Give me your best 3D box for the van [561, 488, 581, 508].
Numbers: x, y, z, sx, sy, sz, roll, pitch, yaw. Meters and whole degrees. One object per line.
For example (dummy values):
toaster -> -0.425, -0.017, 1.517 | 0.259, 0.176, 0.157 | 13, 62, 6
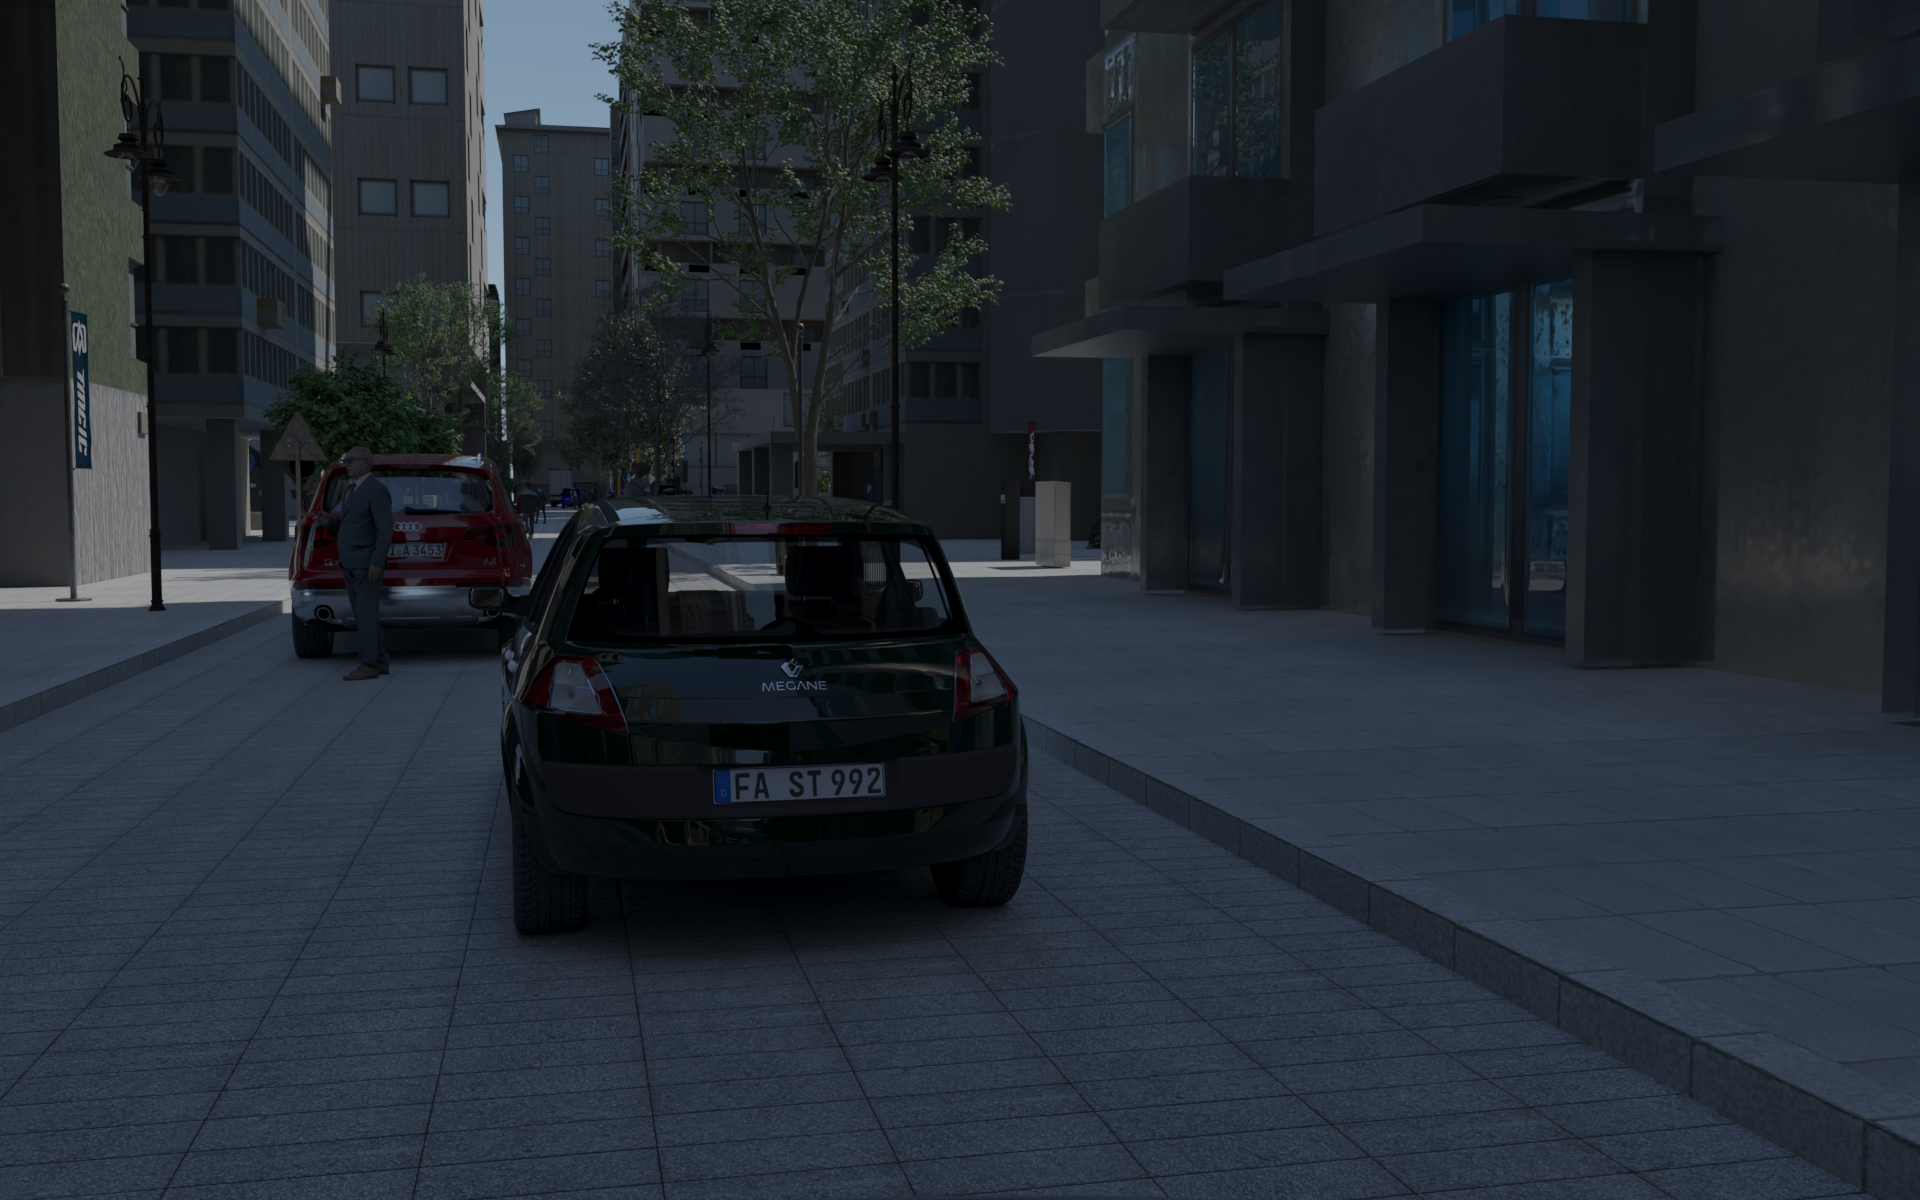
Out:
van -> -39.040, -10.377, 174.041 | 2.240, 2.365, 5.245 | -1, 4, -11

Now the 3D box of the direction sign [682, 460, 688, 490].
direction sign -> -18.560, -7.640, 116.916 | 0.379, 3.537, 0.876 | -2, 4, -31

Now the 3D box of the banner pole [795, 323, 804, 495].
banner pole -> -2.360, -2.183, 25.704 | 0.401, 3.779, 0.863 | 0, 4, -4

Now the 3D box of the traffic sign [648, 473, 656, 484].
traffic sign -> -12.479, -3.985, 68.796 | 0.795, 2.450, 0.064 | -1, 4, -13

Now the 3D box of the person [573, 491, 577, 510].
person -> -34.879, -9.059, 157.337 | 0.721, 1.736, 1.217 | -1, 4, -12

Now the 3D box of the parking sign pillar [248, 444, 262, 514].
parking sign pillar -> -32.963, -5.611, 80.209 | 1.447, 3.967, 1.447 | 1, 4, 9

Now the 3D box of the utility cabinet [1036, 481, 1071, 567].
utility cabinet -> 1.638, -1.327, 30.372 | 0.318, 1.500, 1.173 | -1, 4, -13

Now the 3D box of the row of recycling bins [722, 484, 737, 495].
row of recycling bins -> -8.654, -3.737, 68.216 | 1.069, 1.692, 3.534 | -2, 4, -24

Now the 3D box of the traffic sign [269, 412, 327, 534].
traffic sign -> -10.455, -1.674, 27.376 | 0.884, 2.594, 0.081 | 0, 4, -5

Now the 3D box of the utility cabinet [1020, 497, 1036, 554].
utility cabinet -> 1.438, -1.586, 37.100 | 1.020, 1.237, 0.306 | -1, 4, -13

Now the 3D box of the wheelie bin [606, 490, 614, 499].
wheelie bin -> -27.784, -7.936, 137.656 | 0.693, 1.594, 0.980 | -1, 4, -16

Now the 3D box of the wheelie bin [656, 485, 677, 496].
wheelie bin -> -9.813, -3.087, 58.380 | 0.980, 1.594, 0.693 | -2, 4, -27

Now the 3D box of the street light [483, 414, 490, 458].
street light -> -27.302, -7.780, 99.993 | 0.468, 5.910, 1.993 | -1, 4, -13

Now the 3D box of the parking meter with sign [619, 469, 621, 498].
parking meter with sign -> -23.332, -7.549, 119.691 | 0.543, 3.016, 1.738 | -1, 4, -8

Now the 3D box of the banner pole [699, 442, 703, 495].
banner pole -> -12.423, -5.692, 83.080 | 0.401, 3.779, 0.863 | -1, 4, -18

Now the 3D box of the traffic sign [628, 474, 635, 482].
traffic sign -> -14.260, -4.461, 76.581 | 0.795, 2.450, 0.064 | -1, 4, -13

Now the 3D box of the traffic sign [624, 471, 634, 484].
traffic sign -> -18.330, -5.891, 96.419 | 0.768, 2.556, 0.104 | 0, 4, -6

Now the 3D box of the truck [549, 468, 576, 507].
truck -> -44.207, -12.449, 192.459 | 2.839, 4.237, 11.283 | -1, 4, -11

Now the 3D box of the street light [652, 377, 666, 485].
street light -> -11.883, -5.849, 68.411 | 0.468, 5.910, 1.993 | -1, 4, -13

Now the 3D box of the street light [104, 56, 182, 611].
street light -> -8.833, -2.819, 18.878 | 0.468, 5.910, 1.993 | -1, 4, -13

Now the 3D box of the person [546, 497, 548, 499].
person -> -39.832, -9.554, 164.705 | 1.348, 1.824, 0.705 | 0, 4, 4

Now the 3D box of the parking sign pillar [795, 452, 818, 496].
parking sign pillar -> -8.839, -6.796, 99.586 | 1.447, 3.967, 1.447 | 0, 4, -1

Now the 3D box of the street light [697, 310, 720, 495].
street light -> -6.306, -4.326, 43.520 | 0.468, 5.910, 1.993 | -1, 4, -13

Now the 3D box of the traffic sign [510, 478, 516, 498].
traffic sign -> -35.458, -8.362, 136.822 | 0.768, 2.556, 0.104 | -1, 4, -10

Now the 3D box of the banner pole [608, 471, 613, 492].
banner pole -> -29.320, -9.480, 145.018 | 0.863, 3.779, 0.401 | 3, 5, 41

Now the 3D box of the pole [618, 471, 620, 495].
pole -> -29.046, -9.402, 147.564 | 0.158, 3.312, 0.155 | 0, 3, 0

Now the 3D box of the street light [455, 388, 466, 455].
street light -> -21.798, -6.294, 75.692 | 0.468, 5.910, 1.993 | -1, 4, -13

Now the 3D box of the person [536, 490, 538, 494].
person -> -39.052, -9.246, 159.757 | 0.705, 1.814, 1.350 | -3, 4, -37

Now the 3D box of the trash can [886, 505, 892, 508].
trash can -> -1.194, -0.661, 22.469 | 0.748, 1.137, 0.748 | 0, 3, 0

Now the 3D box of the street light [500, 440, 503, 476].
street light -> -33.054, -9.306, 124.944 | 0.468, 5.910, 1.993 | -1, 4, -13

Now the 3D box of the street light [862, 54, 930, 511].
street light -> -0.705, -2.814, 18.803 | 0.468, 5.910, 1.993 | -1, 4, -13

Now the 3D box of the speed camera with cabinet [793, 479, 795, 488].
speed camera with cabinet -> -10.530, -6.795, 105.427 | 2.038, 3.252, 0.660 | -2, 4, -27

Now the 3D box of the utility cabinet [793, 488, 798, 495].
utility cabinet -> -6.710, -3.625, 67.949 | 1.173, 1.500, 0.318 | -1, 4, -17

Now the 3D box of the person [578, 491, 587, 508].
person -> -34.926, -9.247, 160.235 | 0.990, 1.755, 0.434 | 2, 4, 25

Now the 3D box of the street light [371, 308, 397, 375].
street light -> -14.321, -4.305, 43.182 | 0.468, 5.910, 1.993 | -1, 4, -13

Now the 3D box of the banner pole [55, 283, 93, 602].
banner pole -> -10.649, -1.888, 20.893 | 0.401, 3.779, 0.863 | 0, 4, -4

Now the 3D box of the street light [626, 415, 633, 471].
street light -> -18.941, -7.721, 99.022 | 0.468, 5.910, 1.993 | -1, 4, -13

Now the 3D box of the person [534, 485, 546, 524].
person -> -20.175, -4.580, 83.166 | 0.755, 1.850, 0.659 | 2, 4, 34

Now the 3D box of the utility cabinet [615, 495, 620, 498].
utility cabinet -> -27.735, -7.854, 139.568 | 1.020, 1.237, 0.306 | -3, 4, -39

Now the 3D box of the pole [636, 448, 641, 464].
pole -> -14.282, -5.089, 77.041 | 0.158, 3.312, 0.155 | 0, 3, 0

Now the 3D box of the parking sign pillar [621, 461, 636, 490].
parking sign pillar -> -22.193, -7.851, 116.832 | 1.447, 3.967, 1.447 | 1, 4, 19
